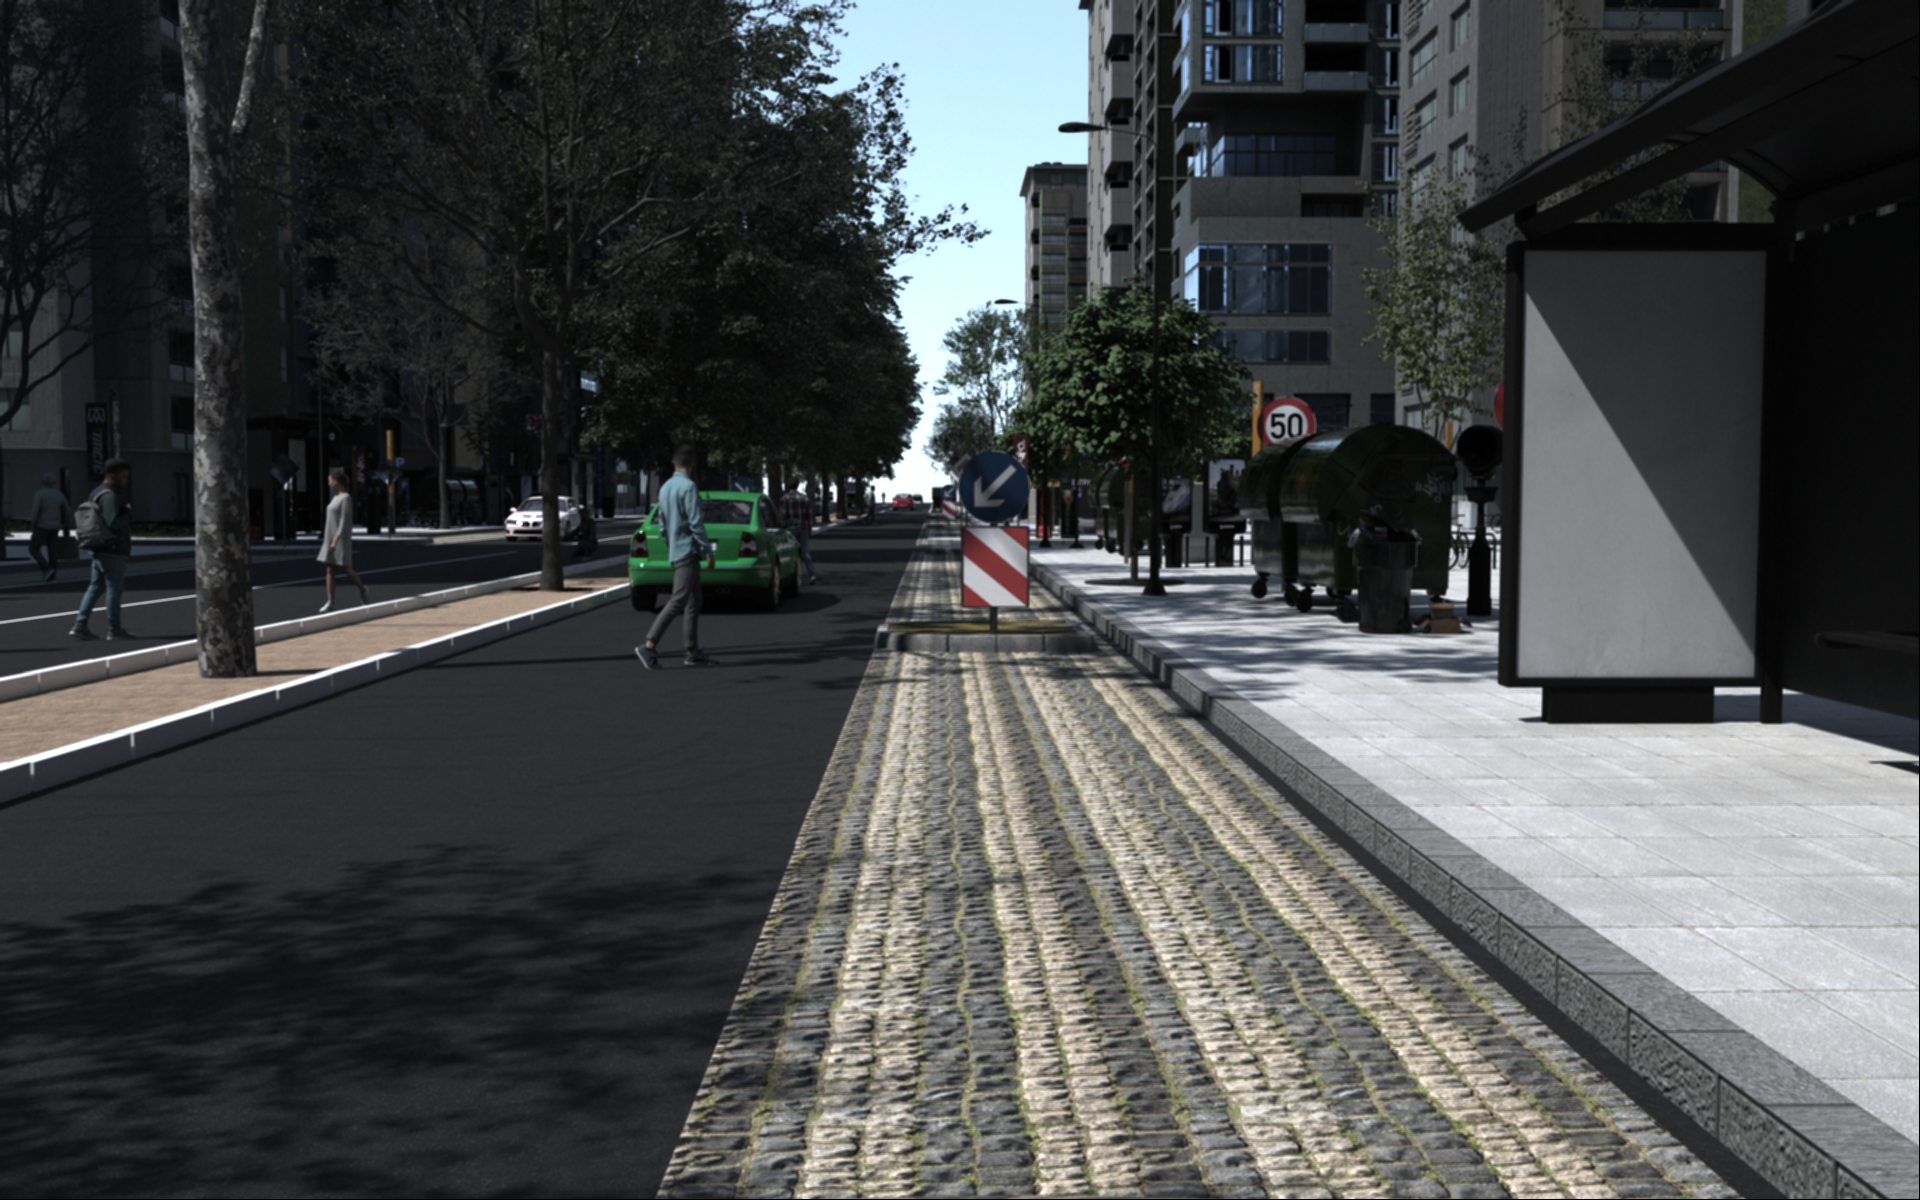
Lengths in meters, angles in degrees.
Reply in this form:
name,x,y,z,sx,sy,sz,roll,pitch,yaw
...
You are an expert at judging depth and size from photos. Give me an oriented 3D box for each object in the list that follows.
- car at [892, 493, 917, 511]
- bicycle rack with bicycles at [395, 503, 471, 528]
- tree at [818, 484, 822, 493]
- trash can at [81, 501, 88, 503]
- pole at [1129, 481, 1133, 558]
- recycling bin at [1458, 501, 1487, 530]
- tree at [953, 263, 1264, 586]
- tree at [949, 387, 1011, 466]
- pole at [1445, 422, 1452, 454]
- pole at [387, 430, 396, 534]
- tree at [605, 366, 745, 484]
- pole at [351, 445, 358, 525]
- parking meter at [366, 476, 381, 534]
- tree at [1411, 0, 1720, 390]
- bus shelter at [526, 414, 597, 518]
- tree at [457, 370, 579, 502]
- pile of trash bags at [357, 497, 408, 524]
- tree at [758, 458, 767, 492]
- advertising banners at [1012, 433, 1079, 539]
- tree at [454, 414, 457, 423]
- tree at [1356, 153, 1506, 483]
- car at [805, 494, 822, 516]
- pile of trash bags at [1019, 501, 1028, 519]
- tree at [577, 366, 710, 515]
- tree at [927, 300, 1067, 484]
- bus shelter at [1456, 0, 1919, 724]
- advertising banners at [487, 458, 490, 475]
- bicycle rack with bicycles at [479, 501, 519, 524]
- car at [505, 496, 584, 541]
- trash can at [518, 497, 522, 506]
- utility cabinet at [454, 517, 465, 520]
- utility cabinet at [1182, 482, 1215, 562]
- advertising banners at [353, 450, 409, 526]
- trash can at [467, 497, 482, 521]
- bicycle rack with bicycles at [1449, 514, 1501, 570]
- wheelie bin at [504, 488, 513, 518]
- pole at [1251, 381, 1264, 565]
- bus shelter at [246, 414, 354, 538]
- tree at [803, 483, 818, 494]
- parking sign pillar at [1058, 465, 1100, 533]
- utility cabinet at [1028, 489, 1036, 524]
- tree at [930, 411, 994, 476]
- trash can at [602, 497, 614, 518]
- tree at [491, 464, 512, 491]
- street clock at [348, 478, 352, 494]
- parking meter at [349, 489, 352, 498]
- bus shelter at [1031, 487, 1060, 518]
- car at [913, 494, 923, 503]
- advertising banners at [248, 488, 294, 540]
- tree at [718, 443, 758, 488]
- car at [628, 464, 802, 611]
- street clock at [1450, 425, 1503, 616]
name,x,y,z,sx,sy,sz,roll,pitch,yaw
car,-4.830,-8.591,149.498,2.155,1.783,4.494,0,4,1
bicycle rack with bicycles,-20.129,-3.211,65.889,2.925,0.926,2.852,-1,4,-12
tree,-22.573,-16.998,272.519,1.663,3.219,1.824,0,3,0
trash can,-18.999,-1.627,38.260,0.748,1.137,0.748,0,3,0
pole,3.432,-2.503,34.775,0.158,3.312,0.155,0,3,0
recycling bin,18.235,-3.002,61.644,0.722,1.027,0.722,-1,4,-20
tree,2.541,-2.504,24.655,4.285,4.588,4.351,0,3,0
tree,1.875,-10.215,117.378,4.360,8.622,3.978,0,3,0
pole,13.793,-3.370,48.950,0.158,3.312,0.155,0,3,0
pole,-18.208,-3.766,55.416,0.158,3.312,0.155,0,3,0
tree,-19.413,-12.278,117.747,9.611,12.733,9.660,0,3,0
pole,-25.348,-4.810,72.480,0.158,3.312,0.155,0,3,0
parking meter,-18.736,-3.036,55.352,0.399,1.863,0.255,1,4,23
tree,9.049,-4.585,25.323,4.360,8.622,3.978,0,3,0
bus shelter,-20.754,-6.865,89.880,2.179,5.291,8.768,0,4,-1
tree,-19.666,-7.847,78.662,4.360,8.622,3.978,0,3,0
pile of trash bags,-25.189,-3.915,73.769,3.447,1.369,1.912,0,4,7
tree,-20.618,-13.443,170.149,4.737,8.622,4.395,0,3,0
advertising banners,2.442,-3.275,49.738,2.074,3.025,0.090,2,4,24
tree,-28.513,-9.452,104.903,4.360,8.622,3.978,0,3,0
tree,10.398,-5.335,37.597,4.737,8.622,4.395,0,3,0
car,-10.128,-6.324,115.407,2.014,1.417,4.499,0,4,-1
pile of trash bags,3.774,-4.854,89.118,1.912,1.369,3.447,-1,4,-19
tree,-19.061,-10.437,105.063,8.767,10.594,7.601,-1,4,-8
tree,2.219,-10.142,91.581,9.928,11.665,9.643,0,3,0
bus shelter,3.845,-0.808,7.130,2.014,3.302,5.546,0,4,-1
advertising banners,-22.812,-5.409,84.625,0.090,3.025,2.074,0,4,1
bicycle rack with bicycles,-20.369,-3.776,75.115,2.852,0.926,2.925,-2,4,-24
car,-12.828,-2.542,53.928,2.083,1.381,4.827,0,4,-1
trash can,-22.313,-4.721,88.841,0.748,1.137,0.748,0,3,0
utility cabinet,-24.736,-4.544,85.454,0.306,1.237,1.020,-3,5,-44
utility cabinet,4.442,-1.453,32.443,0.318,1.500,1.173,3,5,40
advertising banners,-23.329,-4.501,69.774,2.074,3.025,0.090,-1,4,-14
trash can,-21.772,-4.028,77.516,0.748,1.137,0.748,0,3,0
bicycle rack with bicycles,7.996,-1.022,30.090,2.852,0.926,2.925,-1,4,-12
wheelie bin,-24.240,-5.182,92.630,0.693,1.594,0.980,0,4,2
pole,5.381,-2.293,31.340,0.158,3.312,0.155,0,3,0
bus shelter,-20.811,-3.846,54.164,1.731,3.624,6.357,0,4,-1
tree,-21.554,-15.283,244.479,1.663,3.219,1.824,0,3,0
parking sign pillar,3.946,-4.195,57.055,1.447,3.967,1.447,2,4,32
utility cabinet,3.436,-3.981,73.761,1.173,1.500,0.318,3,5,41
tree,1.131,-15.573,189.032,7.601,10.594,8.767,3,5,42
trash can,-18.673,-4.909,91.910,0.748,1.137,0.748,0,3,0
tree,-29.270,-7.065,110.118,1.663,3.219,1.824,0,3,0
street clock,-27.663,-4.528,78.610,0.358,2.002,0.471,-1,4,-8
parking meter,-26.516,-4.110,75.615,0.372,1.533,0.369,0,3,0
bus shelter,4.278,-6.299,80.620,2.179,5.291,8.768,0,4,-1
car,-6.972,-16.732,282.356,1.959,1.807,4.718,0,4,-3
advertising banners,-19.652,-3.188,48.306,2.074,3.025,0.090,0,4,1
tree,-21.144,-12.428,153.567,4.737,8.622,4.395,0,3,0
car,-3.121,-0.849,22.683,1.959,1.807,4.718,0,4,1
street clock,5.489,-0.837,18.257,0.358,2.002,0.471,-3,5,-45
